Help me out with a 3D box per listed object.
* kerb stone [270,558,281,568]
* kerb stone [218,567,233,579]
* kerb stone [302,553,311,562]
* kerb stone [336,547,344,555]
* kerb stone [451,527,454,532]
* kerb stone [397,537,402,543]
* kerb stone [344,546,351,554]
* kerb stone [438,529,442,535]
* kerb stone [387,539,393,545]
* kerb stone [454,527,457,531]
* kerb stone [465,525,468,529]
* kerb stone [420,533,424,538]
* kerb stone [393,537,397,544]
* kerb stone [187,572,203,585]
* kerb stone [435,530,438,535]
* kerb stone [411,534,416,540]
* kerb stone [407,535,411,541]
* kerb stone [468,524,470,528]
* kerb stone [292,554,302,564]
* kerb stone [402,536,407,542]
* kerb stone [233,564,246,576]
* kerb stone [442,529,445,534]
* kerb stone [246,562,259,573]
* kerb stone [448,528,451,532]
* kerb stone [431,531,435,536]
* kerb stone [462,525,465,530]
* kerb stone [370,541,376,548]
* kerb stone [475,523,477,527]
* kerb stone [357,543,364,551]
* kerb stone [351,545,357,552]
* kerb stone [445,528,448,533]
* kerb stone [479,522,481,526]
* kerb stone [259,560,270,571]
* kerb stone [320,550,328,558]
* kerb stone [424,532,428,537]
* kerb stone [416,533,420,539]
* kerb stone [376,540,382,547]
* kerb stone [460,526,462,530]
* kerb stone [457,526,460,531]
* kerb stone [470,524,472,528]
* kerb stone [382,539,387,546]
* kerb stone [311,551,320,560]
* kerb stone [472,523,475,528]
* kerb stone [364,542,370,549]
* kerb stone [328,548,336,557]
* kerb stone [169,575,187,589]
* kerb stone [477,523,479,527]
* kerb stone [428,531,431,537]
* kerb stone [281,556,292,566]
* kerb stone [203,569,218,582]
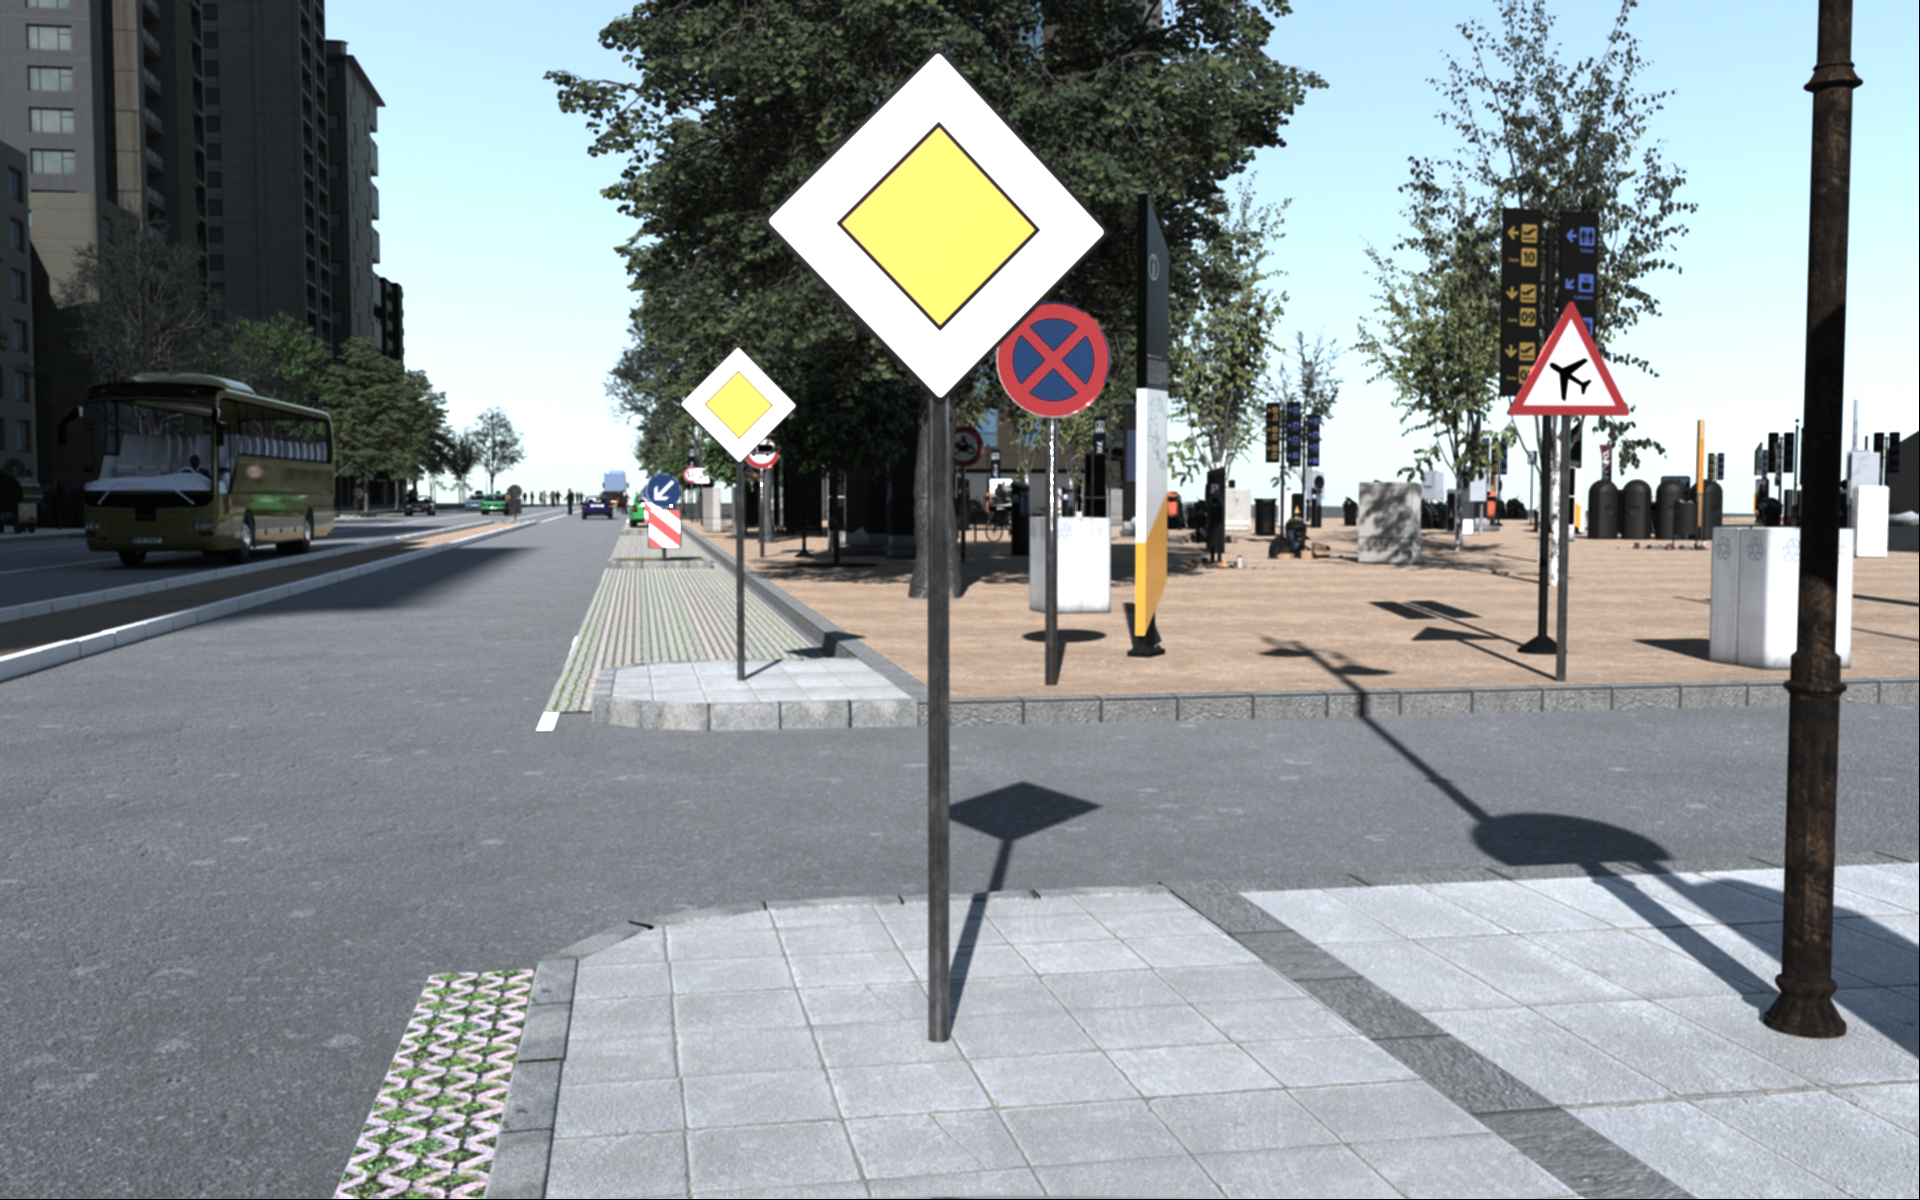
[{"bbox_3d":[-13.302,-0.684,33.387,0.120,0.150,1.000,-1,4,-10],"label":"kerb stone"},{"bbox_3d":[-12.546,-0.437,29.343,0.120,0.150,1.000,-1,4,-10],"label":"kerb stone"},{"bbox_3d":[-13.857,-0.870,36.423,0.120,0.150,1.000,-1,4,-10],"label":"kerb stone"},{"bbox_3d":[-14.594,-1.117,40.452,0.120,0.150,1.000,-1,4,-10],"label":"kerb stone"},{"bbox_3d":[-19.098,-2.593,64.657,0.120,0.150,1.000,-1,4,-10],"label":"kerb stone"},{"bbox_3d":[-16.473,-1.723,50.529,0.120,0.150,1.000,-1,4,-10],"label":"kerb stone"},{"bbox_3d":[-14.795,-1.174,41.461,0.120,0.150,1.000,-1,4,-10],"label":"kerb stone"},{"bbox_3d":[-18.346,-2.350,60.615,0.120,0.150,1.000,-1,4,-10],"label":"kerb stone"},{"bbox_3d":[-16.101,-1.610,48.517,0.120,0.150,1.000,-1,4,-10],"label":"kerb stone"},{"bbox_3d":[-19.288,-2.658,65.667,0.120,0.150,1.000,-1,4,-10],"label":"kerb stone"},{"bbox_3d":[-20.030,-2.906,69.702,0.120,0.150,1.000,-1,4,-10],"label":"kerb stone"},{"bbox_3d":[-17.416,-2.042,55.576,0.120,0.150,1.000,-1,4,-10],"label":"kerb stone"},{"bbox_3d":[-16.290,-1.667,49.523,0.120,0.150,1.000,-1,4,-10],"label":"kerb stone"},{"bbox_3d":[-12.170,-0.314,27.326,0.120,0.150,1.000,-1,4,-10],"label":"kerb stone"},{"bbox_3d":[-18.170,-2.287,59.608,0.120,0.150,1.000,-1,4,-10],"label":"kerb stone"},{"bbox_3d":[-17.035,-1.918,53.559,0.120,0.150,1.000,-1,4,-10],"label":"kerb stone"},{"bbox_3d":[-16.857,-1.850,52.553,0.120,0.150,1.000,-1,4,-10],"label":"kerb stone"},{"bbox_3d":[-20.230,-2.968,70.717,0.120,0.150,1.000,-1,4,-10],"label":"kerb stone"},{"bbox_3d":[-13.670,-0.807,35.407,0.120,0.150,1.000,-1,4,-10],"label":"kerb stone"},{"bbox_3d":[-16.666,-1.793,51.532,0.120,0.150,1.000,-1,4,-10],"label":"kerb stone"},{"bbox_3d":[-12.735,-0.499,30.354,0.120,0.150,1.000,-1,4,-10],"label":"kerb stone"},{"bbox_3d":[-18.540,-2.406,61.619,0.120,0.150,1.000,-1,4,-10],"label":"kerb stone"},{"bbox_3d":[-12.920,-0.560,31.359,0.120,0.150,1.000,-1,4,-10],"label":"kerb stone"},{"bbox_3d":[-18.914,-2.535,63.640,0.120,0.150,1.000,-1,4,-10],"label":"kerb stone"},{"bbox_3d":[-17.972,-2.225,58.599,0.120,0.150,1.000,-1,4,-10],"label":"kerb stone"},{"bbox_3d":[-19.847,-2.839,68.692,0.120,0.150,1.000,-1,4,-10],"label":"kerb stone"},{"bbox_3d":[-15.544,-1.423,45.486,0.120,0.150,1.000,-1,4,-10],"label":"kerb stone"},{"bbox_3d":[-20.781,-3.153,73.745,0.120,0.150,1.000,-1,4,-10],"label":"kerb stone"},{"bbox_3d":[-15.159,-1.298,43.478,0.120,0.150,1.000,-1,4,-10],"label":"kerb stone"},{"bbox_3d":[-14.985,-1.240,42.471,0.120,0.150,1.000,-1,4,-10],"label":"kerb stone"},{"bbox_3d":[-18.720,-2.473,62.637,0.120,0.150,1.000,-1,4,-10],"label":"kerb stone"},{"bbox_3d":[-21.165,-3.274,75.767,0.120,0.150,1.000,-1,4,-10],"label":"kerb stone"},{"bbox_3d":[-13.105,-0.621,32.370,0.120,0.150,1.000,-1,4,-10],"label":"kerb stone"},{"bbox_3d":[-14.230,-0.993,38.432,0.120,0.150,1.000,-1,4,-10],"label":"kerb stone"},{"bbox_3d":[-17.599,-2.100,56.582,0.120,0.150,1.000,-1,4,-10],"label":"kerb stone"},{"bbox_3d":[-17.215,-1.980,54.568,0.120,0.150,1.000,-1,4,-10],"label":"kerb stone"},{"bbox_3d":[-15.725,-1.486,46.496,0.120,0.150,1.000,-1,4,-10],"label":"kerb stone"},{"bbox_3d":[-19.656,-2.782,67.681,0.120,0.150,1.000,-1,4,-10],"label":"kerb stone"},{"bbox_3d":[-19.472,-2.720,66.672,0.120,0.150,1.000,-1,4,-10],"label":"kerb stone"},{"bbox_3d":[-20.412,-3.029,71.725,0.120,0.150,1.000,-1,4,-10],"label":"kerb stone"},{"bbox_3d":[-15.919,-1.548,47.512,0.120,0.150,1.000,-1,4,-10],"label":"kerb stone"},{"bbox_3d":[-14.039,-0.932,37.428,0.120,0.150,1.000,-1,4,-10],"label":"kerb stone"},{"bbox_3d":[-20.590,-3.089,72.735,0.120,0.150,1.000,-1,4,-10],"label":"kerb stone"},{"bbox_3d":[-15.353,-1.361,44.482,0.120,0.150,1.000,-1,4,-10],"label":"kerb stone"},{"bbox_3d":[-14.420,-1.055,39.445,0.120,0.150,1.000,-1,4,-10],"label":"kerb stone"},{"bbox_3d":[-11.982,-0.252,26.322,0.120,0.150,1.000,-1,4,-10],"label":"kerb stone"},{"bbox_3d":[-20.969,-3.211,74.750,0.120,0.150,1.000,-1,4,-10],"label":"kerb stone"},{"bbox_3d":[-17.787,-2.161,57.587,0.120,0.150,1.000,-1,4,-10],"label":"kerb stone"},{"bbox_3d":[-13.487,-0.744,34.398,0.120,0.150,1.000,-1,4,-10],"label":"kerb stone"},{"bbox_3d":[-12.368,-0.376,28.337,0.120,0.150,1.000,-1,4,-10],"label":"kerb stone"}]
